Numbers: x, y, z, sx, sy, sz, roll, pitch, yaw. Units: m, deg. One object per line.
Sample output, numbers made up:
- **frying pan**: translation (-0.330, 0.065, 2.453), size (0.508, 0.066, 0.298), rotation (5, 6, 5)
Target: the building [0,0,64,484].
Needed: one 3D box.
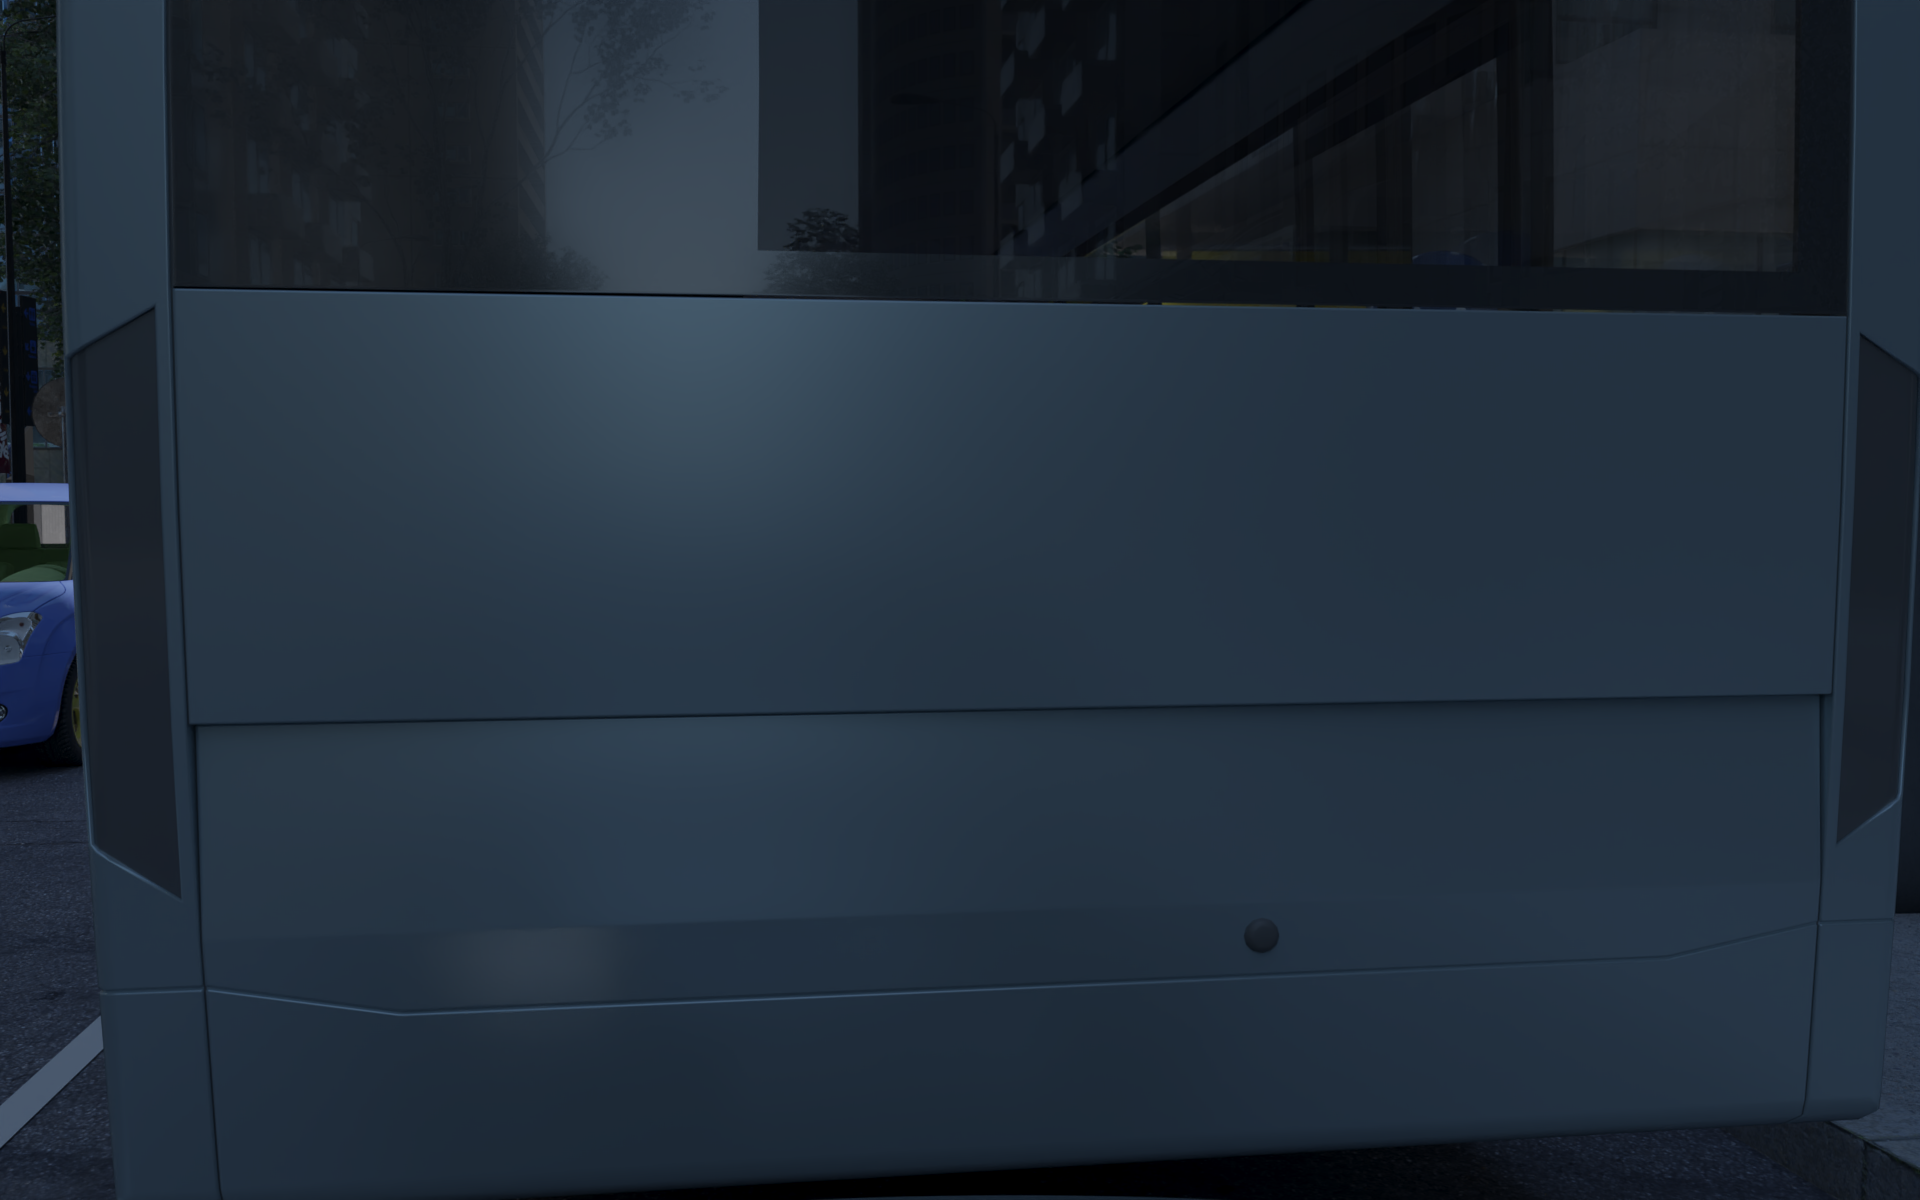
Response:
- **building**: translation (-37.358, -47.216, 84.655), size (22.319, 86.520, 31.000), rotation (-1, 4, -9)

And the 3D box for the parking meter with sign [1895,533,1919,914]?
- **parking meter with sign**: translation (2.986, -0.568, 5.547), size (0.543, 3.016, 1.738), rotation (0, 4, -2)

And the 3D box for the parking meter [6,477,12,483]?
- **parking meter**: translation (-31.453, -3.168, 57.505), size (0.255, 1.863, 0.399), rotation (0, 4, -6)

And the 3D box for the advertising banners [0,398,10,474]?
- **advertising banners**: translation (-12.598, -1.586, 22.124), size (0.090, 3.025, 2.074), rotation (0, 4, -2)

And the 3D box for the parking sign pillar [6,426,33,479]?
- **parking sign pillar**: translation (-35.587, -4.715, 65.569), size (1.447, 3.967, 1.447), rotation (0, 4, -1)

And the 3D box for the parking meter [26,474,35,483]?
- **parking meter**: translation (-24.877, -2.477, 46.212), size (0.399, 1.863, 0.255), rotation (-3, 5, -41)

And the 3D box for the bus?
- **bus**: translation (-0.838, -0.856, 8.863), size (2.948, 3.499, 13.247), rotation (-1, 4, -9)

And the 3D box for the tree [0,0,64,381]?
- **tree**: translation (-12.386, -7.540, 29.941), size (9.857, 13.997, 8.962), rotation (0, 3, 0)

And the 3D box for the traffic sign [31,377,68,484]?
- **traffic sign**: translation (-9.732, -1.149, 18.894), size (0.768, 2.556, 0.104), rotation (0, 4, -2)

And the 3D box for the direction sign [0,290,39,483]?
- **direction sign**: translation (-10.675, -1.695, 19.709), size (0.379, 3.537, 0.876), rotation (0, 4, -4)

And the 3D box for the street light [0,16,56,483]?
- **street light**: translation (-8.513, -2.695, 16.605), size (1.470, 5.913, 1.316), rotation (-1, 4, -9)

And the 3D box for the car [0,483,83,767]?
- **car**: translation (-5.592, -0.032, 10.109), size (1.945, 1.707, 3.694), rotation (-1, 4, -8)
